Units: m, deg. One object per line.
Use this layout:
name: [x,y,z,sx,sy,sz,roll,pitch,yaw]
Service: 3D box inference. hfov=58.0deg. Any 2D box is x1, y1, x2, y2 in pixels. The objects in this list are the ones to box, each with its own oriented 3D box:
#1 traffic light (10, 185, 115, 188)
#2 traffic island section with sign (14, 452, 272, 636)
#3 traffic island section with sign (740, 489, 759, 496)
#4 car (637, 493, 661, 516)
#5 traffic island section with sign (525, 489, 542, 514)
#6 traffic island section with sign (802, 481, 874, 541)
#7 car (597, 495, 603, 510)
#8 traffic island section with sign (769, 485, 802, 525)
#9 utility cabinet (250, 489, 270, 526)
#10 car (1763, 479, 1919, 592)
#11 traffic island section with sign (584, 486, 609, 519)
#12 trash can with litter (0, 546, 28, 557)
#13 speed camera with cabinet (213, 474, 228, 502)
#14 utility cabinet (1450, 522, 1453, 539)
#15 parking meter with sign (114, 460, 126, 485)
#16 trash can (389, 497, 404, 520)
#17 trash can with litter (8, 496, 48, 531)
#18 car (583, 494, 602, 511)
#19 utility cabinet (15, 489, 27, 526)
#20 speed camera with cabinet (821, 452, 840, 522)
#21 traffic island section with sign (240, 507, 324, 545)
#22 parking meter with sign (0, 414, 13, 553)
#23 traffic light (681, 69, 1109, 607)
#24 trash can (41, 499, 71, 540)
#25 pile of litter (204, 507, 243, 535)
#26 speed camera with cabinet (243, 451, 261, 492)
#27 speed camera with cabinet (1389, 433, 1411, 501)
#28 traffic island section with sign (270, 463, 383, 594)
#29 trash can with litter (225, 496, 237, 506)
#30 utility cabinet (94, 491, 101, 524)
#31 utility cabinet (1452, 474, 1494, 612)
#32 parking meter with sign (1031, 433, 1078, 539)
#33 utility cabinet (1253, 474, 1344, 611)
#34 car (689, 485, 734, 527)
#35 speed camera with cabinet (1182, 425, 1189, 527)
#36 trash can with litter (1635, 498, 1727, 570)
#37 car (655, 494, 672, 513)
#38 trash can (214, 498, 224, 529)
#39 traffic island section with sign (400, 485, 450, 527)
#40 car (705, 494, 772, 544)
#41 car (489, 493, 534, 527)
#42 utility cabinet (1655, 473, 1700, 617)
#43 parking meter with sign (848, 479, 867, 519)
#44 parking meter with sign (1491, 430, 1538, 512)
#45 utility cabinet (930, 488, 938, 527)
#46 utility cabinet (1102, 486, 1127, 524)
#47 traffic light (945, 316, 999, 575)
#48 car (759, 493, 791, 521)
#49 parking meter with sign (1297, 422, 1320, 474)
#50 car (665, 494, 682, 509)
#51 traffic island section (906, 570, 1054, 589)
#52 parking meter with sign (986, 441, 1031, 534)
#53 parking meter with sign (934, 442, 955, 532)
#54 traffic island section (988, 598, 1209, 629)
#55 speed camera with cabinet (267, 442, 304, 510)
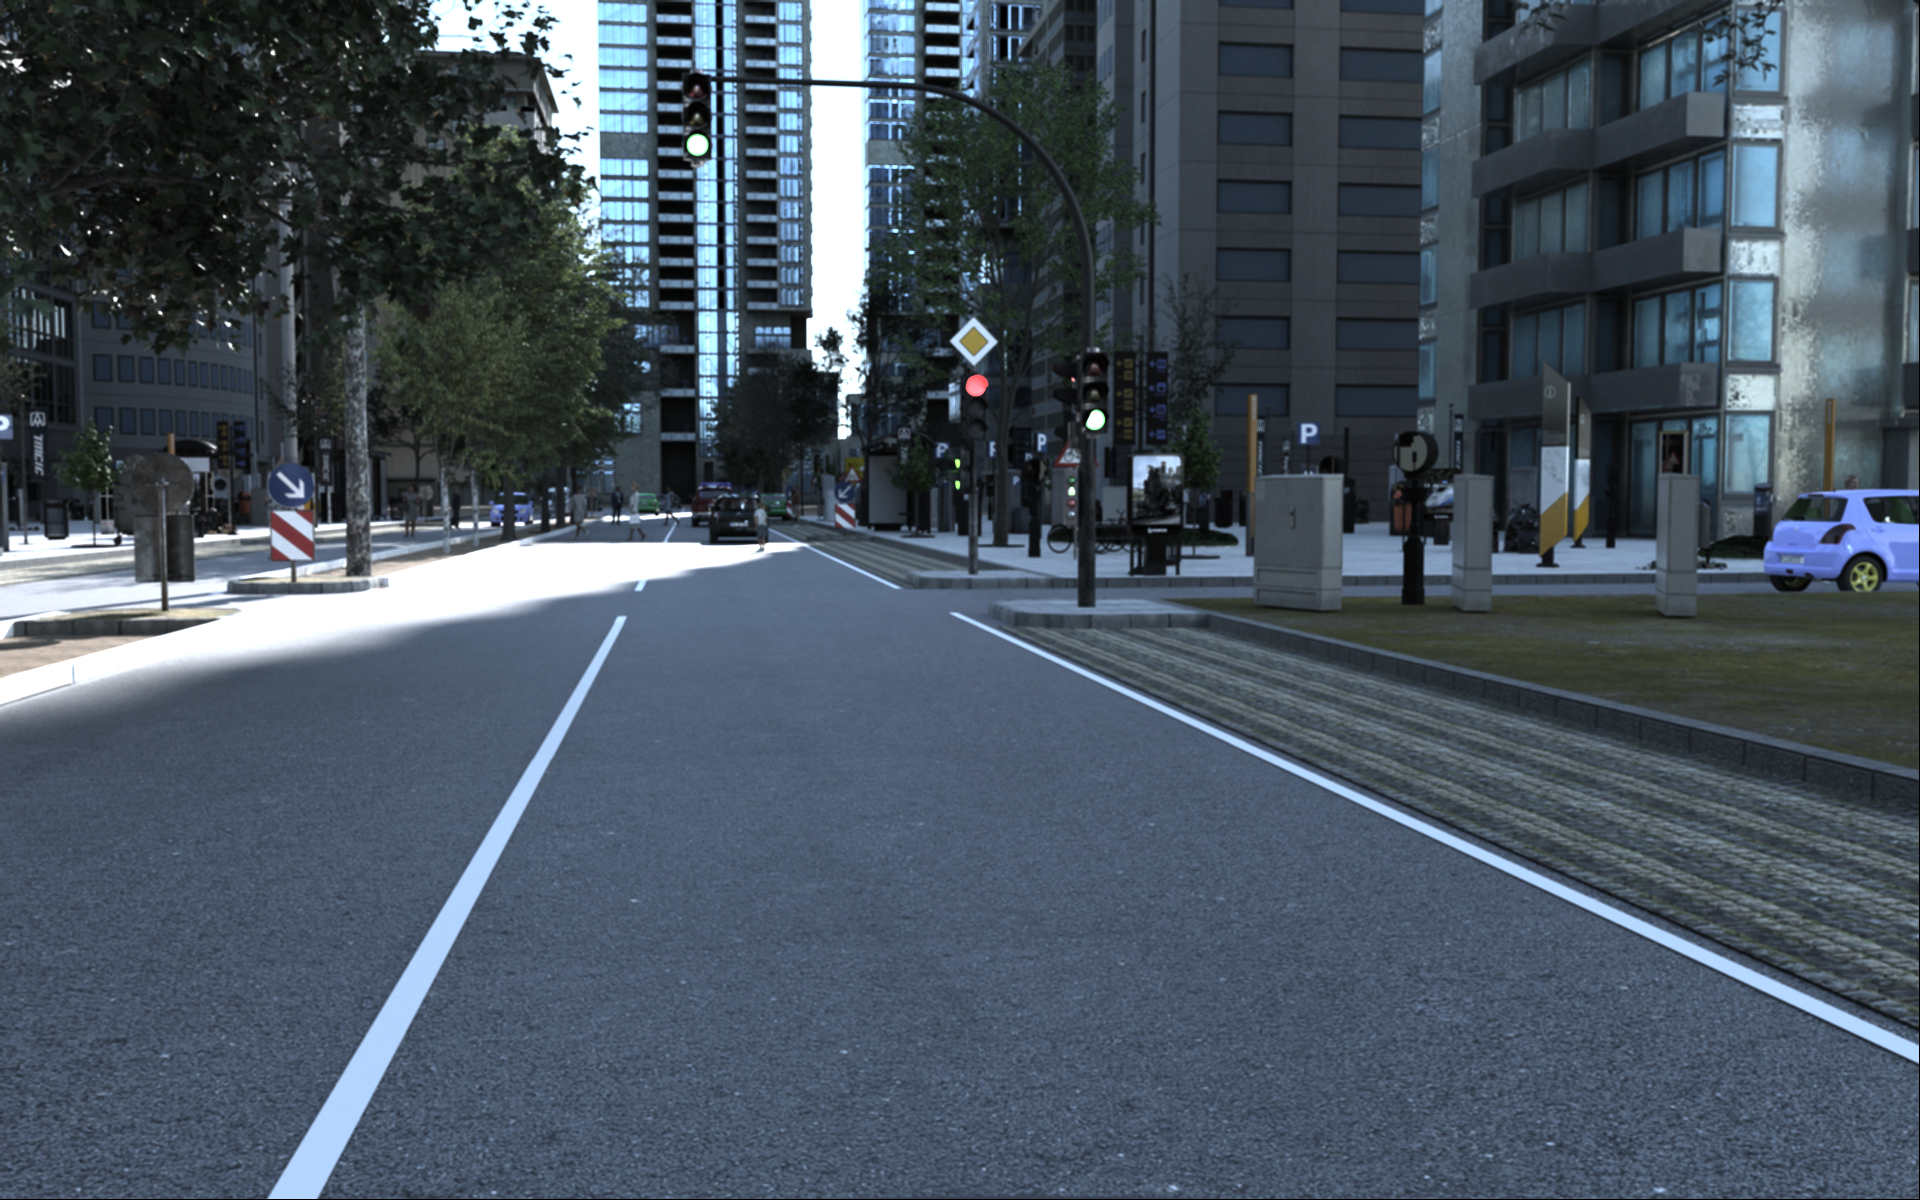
traffic light: [-13.872,-3.102,25.383,4.771,5.953,1.251,-1,4,-9]
traffic island section with sign: [-8.664,-0.630,18.441,2.006,1.907,1.989,-1,4,-9]
traffic island section with sign: [-15.308,-7.314,128.214,1.989,1.847,2.006,-1,4,-9]
car: [-20.606,-6.399,113.423,1.959,1.807,4.718,-1,4,-9]
traffic island section with sign: [-31.196,-7.165,125.777,1.989,1.847,2.006,-1,4,-9]
traffic island section with sign: [-3.707,-2.725,53.174,1.989,1.847,2.006,-1,4,-9]
car: [-34.032,-9.048,160.513,1.945,1.354,3.894,-1,4,-10]
traffic island section with sign: [-7.882,-4.373,80.130,1.989,1.847,2.006,-1,4,-9]
utility cabinet: [-27.689,-3.693,69.060,1.173,1.500,0.318,1,4,18]
car: [13.448,-0.920,24.626,3.694,1.707,1.945,-1,4,-11]
traffic island section with sign: [-21.272,-5.620,100.022,2.006,1.907,1.989,-1,4,-9]
trash can with litter: [-20.447,-1.496,35.524,2.233,1.210,1.678,1,4,22]
speed camera with cabinet: [-35.813,-5.368,82.098,2.038,3.252,0.660,-2,4,-25]
utility cabinet: [14.332,-2.329,49.233,0.306,1.237,1.020,-2,4,-27]
parking meter with sign: [-42.455,-5.623,88.202,0.543,3.016,1.738,-3,5,-44]
trash can: [-27.395,-4.440,84.242,0.748,1.137,0.748,0,3,0]
trash can with litter: [-33.091,-3.051,60.934,2.233,1.210,1.678,1,4,16]
car: [-31.665,-8.329,147.975,2.131,1.459,4.920,0,4,-8]
utility cabinet: [-37.704,-3.722,69.528,0.318,1.500,1.173,-2,4,-34]
speed camera with cabinet: [-6.017,-5.278,80.635,0.660,3.252,2.038,-1,4,-12]
traffic island section with sign: [-19.475,-2.525,49.915,1.989,1.847,2.006,-1,4,-9]
parking meter with sign: [-21.474,-2.590,38.600,0.543,3.016,1.738,-2,4,-34]
traffic light: [-0.642,-2.722,19.178,4.771,5.953,1.251,-1,4,-9]
trash can: [-25.471,-2.273,48.811,0.748,1.137,0.748,0,3,0]
pile of litter: [-23.674,-2.534,55.395,1.176,0.858,1.719,2,4,33]
speed camera with cabinet: [-32.298,-5.227,79.796,0.660,3.252,2.038,0,4,3]
speed camera with cabinet: [14.603,-3.770,55.969,0.660,3.252,2.038,-1,4,-14]
traffic island section with sign: [-9.786,-1.078,25.763,2.006,1.907,1.989,-1,4,-9]
trash can with litter: [-40.189,-5.110,94.940,0.624,1.170,1.055,3,4,36]
utility cabinet: [-36.833,-4.029,74.546,0.318,1.500,1.173,0,4,6]
utility cabinet: [5.677,-0.641,19.167,0.318,1.500,1.173,1,4,10]
parking meter with sign: [2.957,-3.220,48.914,1.738,3.016,0.543,3,4,37]
utility cabinet: [3.738,-0.646,19.243,0.318,1.500,1.173,-2,4,-28]
car: [-10.932,-4.193,77.224,2.281,1.827,5.304,-1,4,-8]
speed camera with cabinet: [6.224,-3.439,50.556,0.660,3.252,2.038,0,4,-3]
trash can with litter: [12.421,-1.155,29.946,2.233,1.210,1.678,-2,4,-28]
car: [-22.729,-7.301,131.371,2.014,1.417,4.499,-1,4,-10]
trash can: [-26.113,-2.988,60.506,0.748,1.137,0.748,0,3,0]
traffic island section with sign: [-23.601,-4.154,76.553,1.989,1.847,2.006,-1,4,-9]
car: [-6.599,-2.558,51.615,2.009,1.686,4.222,0,4,-8]
car: [-20.098,-4.167,77.715,1.945,1.707,3.694,-1,4,-10]
utility cabinet: [7.618,-0.593,18.381,0.318,1.500,1.173,1,4,17]
parking meter with sign: [-5.004,-5.617,88.100,0.543,3.016,1.738,2,4,34]
parking meter with sign: [15.358,-3.113,47.151,1.738,3.016,0.543,1,4,17]
utility cabinet: [-0.892,-3.490,65.735,1.173,1.500,0.318,1,4,21]
utility cabinet: [4.685,-2.576,50.804,0.318,1.500,1.173,-3,4,-37]
traffic light: [0.192,-2.361,27.528,0.839,4.253,0.868,-1,4,-9]
car: [-10.112,-5.166,93.266,1.959,1.807,4.718,-1,4,-10]
parking meter with sign: [8.696,-2.856,42.952,0.543,3.016,1.738,1,4,15]
car: [-28.521,-9.743,171.094,2.131,1.459,4.920,0,4,-8]
traffic island section: [0.234,-0.328,27.648,2.009,0.180,2.903,-1,4,-9]
parking meter with sign: [1.601,-3.662,56.136,0.543,3.016,1.738,-3,4,-37]
parking meter with sign: [-0.480,-3.841,59.059,0.543,3.016,1.738,0,4,8]
traffic island section: [1.453,0.154,19.756,2.009,0.180,2.903,-1,4,-9]
speed camera with cabinet: [-26.068,-4.442,66.963,0.660,3.252,2.038,0,4,2]
